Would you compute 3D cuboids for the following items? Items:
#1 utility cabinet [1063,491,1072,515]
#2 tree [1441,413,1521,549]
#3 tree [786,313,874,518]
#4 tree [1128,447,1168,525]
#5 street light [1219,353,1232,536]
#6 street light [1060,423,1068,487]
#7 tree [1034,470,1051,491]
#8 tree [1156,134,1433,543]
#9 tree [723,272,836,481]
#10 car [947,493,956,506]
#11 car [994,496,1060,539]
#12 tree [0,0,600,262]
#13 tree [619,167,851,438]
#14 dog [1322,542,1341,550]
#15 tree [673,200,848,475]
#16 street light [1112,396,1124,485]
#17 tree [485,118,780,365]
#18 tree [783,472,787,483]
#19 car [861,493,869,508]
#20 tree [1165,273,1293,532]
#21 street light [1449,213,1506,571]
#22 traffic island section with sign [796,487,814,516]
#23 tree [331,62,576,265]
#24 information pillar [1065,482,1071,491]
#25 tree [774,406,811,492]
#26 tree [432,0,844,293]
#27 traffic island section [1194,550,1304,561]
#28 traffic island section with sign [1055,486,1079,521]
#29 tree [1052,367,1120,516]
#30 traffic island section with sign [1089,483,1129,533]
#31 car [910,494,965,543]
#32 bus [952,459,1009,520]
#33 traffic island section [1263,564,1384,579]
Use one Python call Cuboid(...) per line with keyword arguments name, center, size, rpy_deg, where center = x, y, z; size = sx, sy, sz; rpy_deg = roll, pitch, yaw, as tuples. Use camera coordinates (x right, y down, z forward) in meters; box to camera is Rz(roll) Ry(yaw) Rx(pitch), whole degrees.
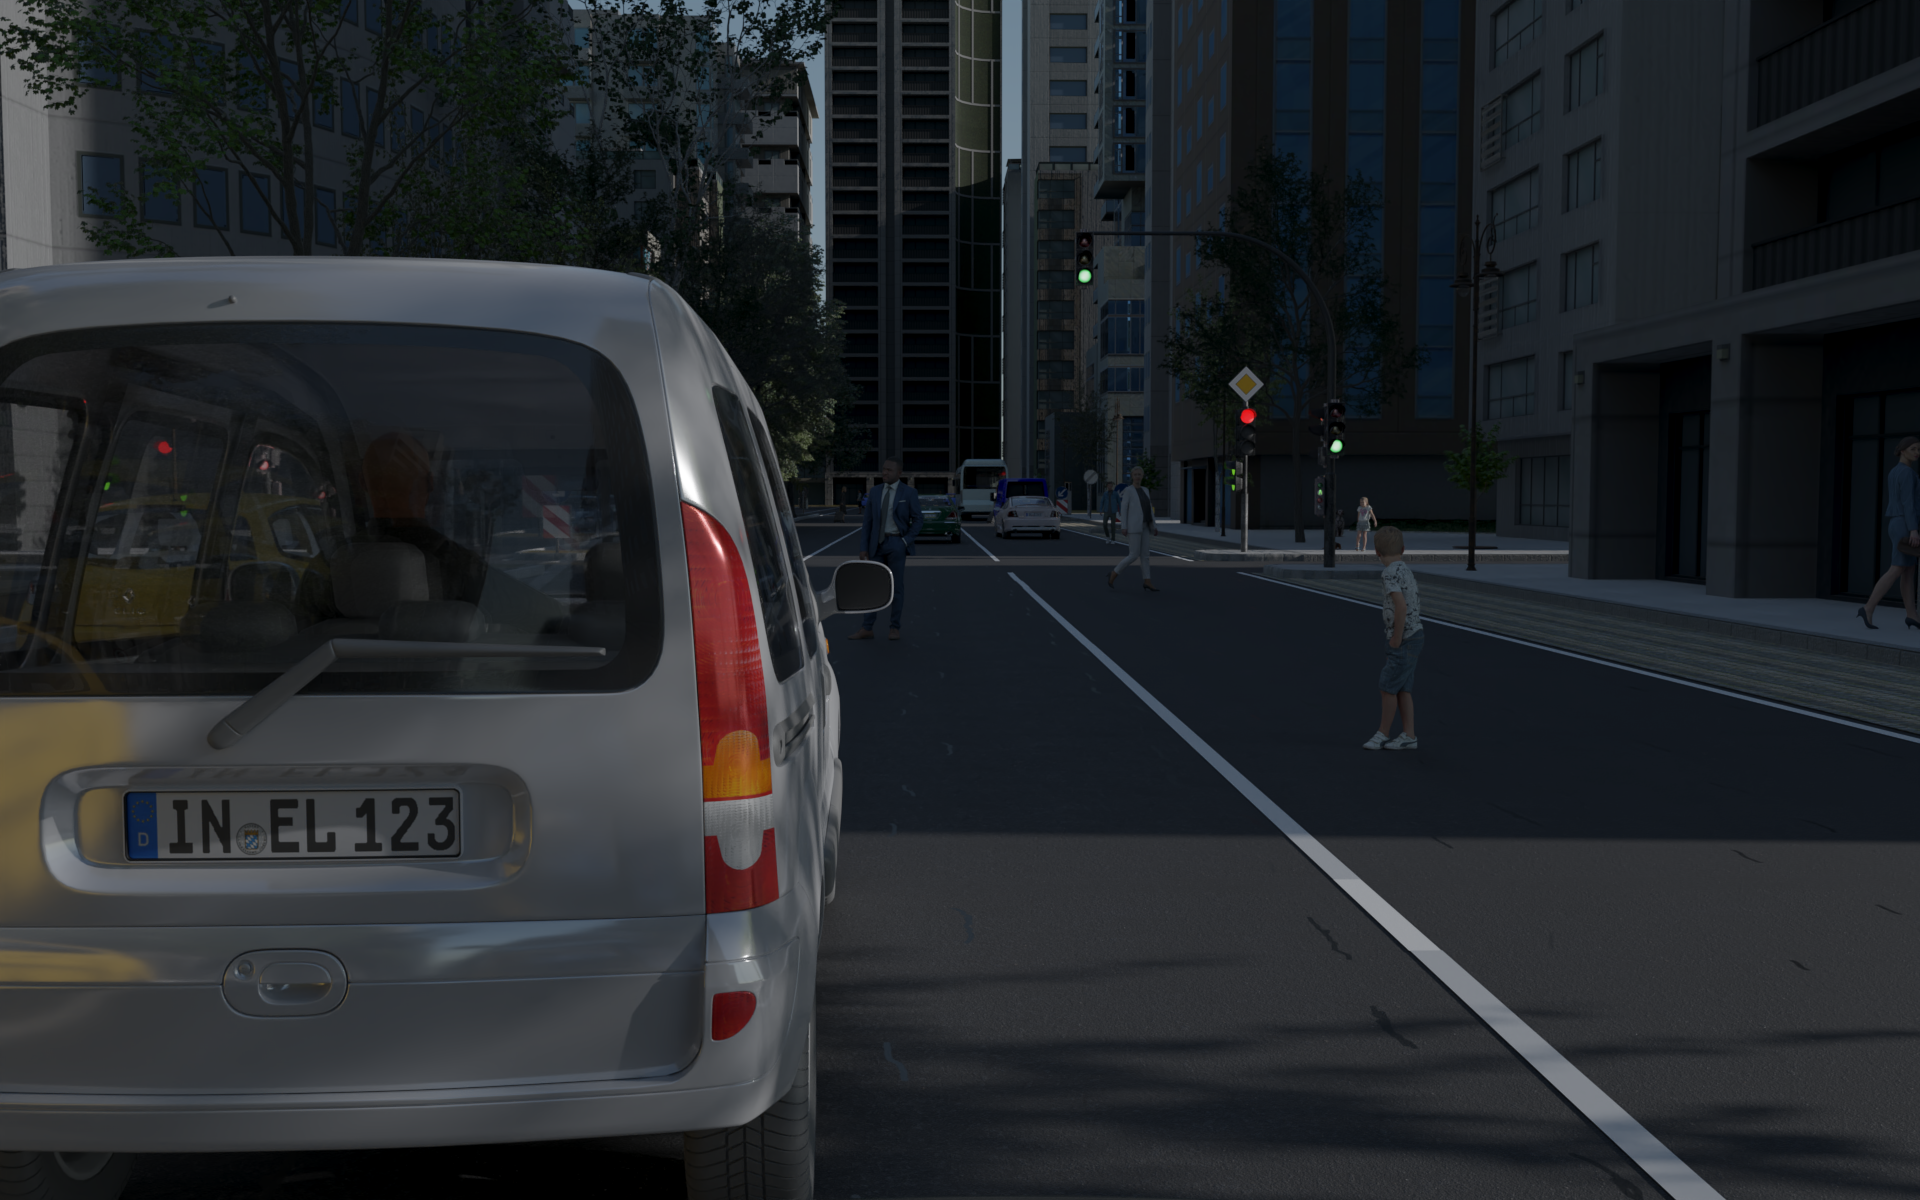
Cuboid(name="utility cabinet", center=(6.595, -5.977, 106.409), size=(0.318, 1.500, 1.173), rpy_deg=(-1, 4, -9))
Cuboid(name="tree", center=(12.074, -2.822, 40.739), size=(1.663, 3.219, 1.824), rpy_deg=(0, 3, 0))
Cuboid(name="tree", center=(-9.813, -11.036, 99.901), size=(9.611, 12.733, 9.660), rpy_deg=(0, 3, 0))
Cuboid(name="tree", center=(7.725, -4.683, 71.163), size=(1.663, 3.219, 1.824), rpy_deg=(0, 3, 0))
Cuboid(name="street light", center=(7.980, -4.864, 52.315), size=(0.468, 5.910, 1.993), rpy_deg=(0, 4, -1))
Cuboid(name="street light", center=(6.761, -8.537, 112.360), size=(0.468, 5.910, 1.993), rpy_deg=(0, 4, -1))
Cuboid(name="tree", center=(6.375, -8.761, 137.848), size=(1.663, 3.219, 1.824), rpy_deg=(0, 3, 0))
Cuboid(name="tree", center=(8.673, -6.800, 45.598), size=(7.601, 10.594, 8.767), rpy_deg=(0, 4, 1))
Cuboid(name="tree", center=(-9.616, -10.036, 84.676), size=(7.486, 12.596, 7.792), rpy_deg=(0, 3, 0))
Cuboid(name="car", center=(-0.909, -10.359, 178.963), size=(1.945, 1.707, 3.694), rpy_deg=(0, 4, -1))
Cuboid(name="car", center=(2.195, -2.707, 56.621), size=(2.083, 1.381, 4.827), rpy_deg=(0, 4, -3))
Cuboid(name="tree", center=(-7.903, -5.685, 21.156), size=(9.928, 11.665, 9.643), rpy_deg=(0, 3, 0))
Cuboid(name="tree", center=(-9.141, -9.299, 64.864), size=(12.009, 13.543, 11.850), rpy_deg=(0, 3, 0))
Cuboid(name="dog", center=(8.589, -1.371, 40.159), size=(0.550, 0.427, 0.748), rpy_deg=(2, 4, 26))
Cuboid(name="tree", center=(-9.297, -10.200, 75.884), size=(9.857, 13.997, 8.962), rpy_deg=(0, 3, 0))
Cuboid(name="street light", center=(7.445, -6.686, 82.100), size=(0.468, 5.910, 1.993), rpy_deg=(0, 4, -1))
Cuboid(name="tree", center=(-8.467, -6.416, 41.766), size=(8.767, 10.594, 7.601), rpy_deg=(0, 4, -1))
Cuboid(name="tree", center=(-20.661, -12.644, 190.439), size=(4.285, 4.588, 4.351), rpy_deg=(0, 3, 0))
Cuboid(name="car", center=(-9.078, -10.140, 175.381), size=(1.945, 1.707, 3.694), rpy_deg=(0, 4, -2))
Cuboid(name="tree", center=(8.903, -6.594, 58.167), size=(4.737, 8.622, 4.395), rpy_deg=(0, 3, 0))
Cuboid(name="street light", center=(8.560, -3.427, 28.820), size=(0.468, 5.910, 1.993), rpy_deg=(0, 4, -1))
Cuboid(name="traffic island section with sign", center=(-10.245, -6.399, 112.752), size=(2.006, 1.907, 1.989), rpy_deg=(0, 4, -1))
Cuboid(name="tree", center=(-8.415, -4.627, 28.468), size=(4.360, 8.622, 3.978), rpy_deg=(0, 3, 0))
Cuboid(name="information pillar", center=(6.695, -6.288, 107.306), size=(0.304, 2.012, 0.304), rpy_deg=(2, 4, 30))
Cuboid(name="tree", center=(-9.522, -8.451, 90.999), size=(4.737, 8.622, 4.395), rpy_deg=(0, 3, 0))
Cuboid(name="tree", center=(-10.199, -11.859, 52.249), size=(12.611, 20.169, 13.585), rpy_deg=(0, 3, 0))
Cuboid(name="traffic island section", center=(6.301, -0.979, 38.288), size=(2.009, 0.180, 2.903), rpy_deg=(0, 4, -1))
Cuboid(name="traffic island section with sign", center=(5.175, -5.030, 90.874), size=(1.989, 1.847, 2.006), rpy_deg=(0, 4, -1))
Cuboid(name="tree", center=(7.382, -9.120, 99.477), size=(4.360, 8.622, 3.978), rpy_deg=(0, 3, 0))
Cuboid(name="traffic island section with sign", center=(5.764, -3.356, 63.498), size=(1.989, 1.847, 2.006), rpy_deg=(0, 4, -1))
Cuboid(name="car", center=(-0.901, -2.448, 51.817), size=(2.131, 1.459, 4.920), rpy_deg=(0, 4, -1))
Cuboid(name="bus", center=(1.139, -6.325, 98.280), size=(2.948, 3.499, 13.247), rpy_deg=(0, 4, -1))
Cuboid(name="traffic island section", center=(6.472, -0.491, 30.305), size=(2.009, 0.180, 2.903), rpy_deg=(0, 4, -1))
